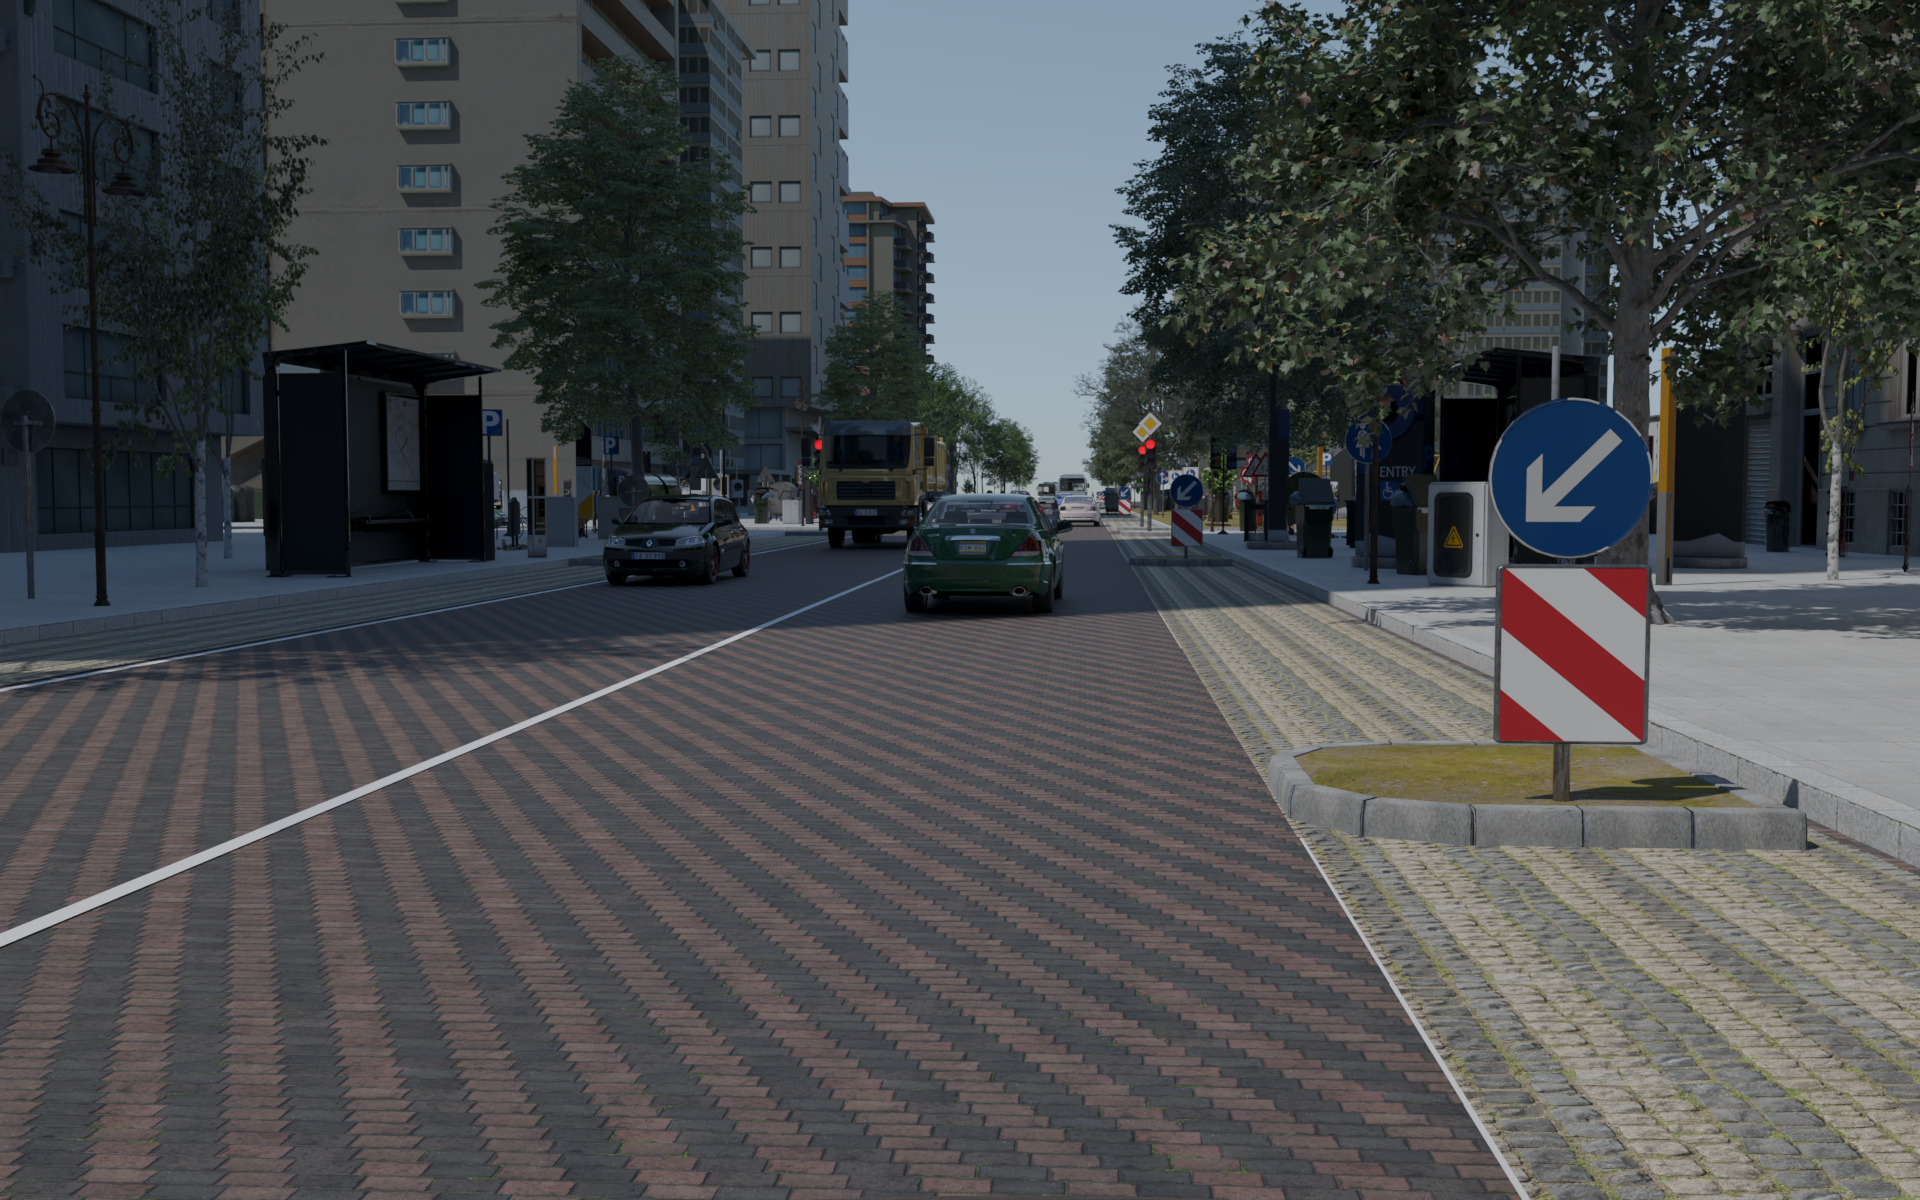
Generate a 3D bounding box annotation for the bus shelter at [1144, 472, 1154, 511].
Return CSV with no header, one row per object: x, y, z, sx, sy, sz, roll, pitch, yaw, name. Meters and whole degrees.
14.752,-8.833,135.709,1.731,3.624,6.357,0,4,4,bus shelter

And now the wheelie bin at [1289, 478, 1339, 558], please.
7.078,-1.644,34.790,0.980,1.594,0.693,0,4,-7,wheelie bin

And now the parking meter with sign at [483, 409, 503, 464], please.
-10.079,-2.452,36.358,0.543,3.016,1.738,-2,4,-29,parking meter with sign

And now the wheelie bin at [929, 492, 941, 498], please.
-1.881,-7.507,130.643,0.980,1.594,0.693,-2,4,-29,wheelie bin

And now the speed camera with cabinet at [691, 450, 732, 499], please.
-11.438,-5.106,77.813,2.038,3.252,0.660,0,4,6,speed camera with cabinet

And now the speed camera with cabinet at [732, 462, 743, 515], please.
-14.499,-6.914,107.387,2.038,3.252,0.660,-1,4,-18,speed camera with cabinet

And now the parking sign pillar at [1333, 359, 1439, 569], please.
7.591,-2.553,30.217,1.447,3.967,1.447,3,5,44,parking sign pillar

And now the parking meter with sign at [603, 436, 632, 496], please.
-10.102,-3.470,52.997,0.543,3.016,1.738,2,4,30,parking meter with sign

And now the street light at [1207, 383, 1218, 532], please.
8.534,-5.238,58.436,0.468,5.910,1.993,0,4,4,street light

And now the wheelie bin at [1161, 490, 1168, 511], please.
15.078,-7.473,130.091,0.980,1.594,0.693,-1,4,-17,wheelie bin

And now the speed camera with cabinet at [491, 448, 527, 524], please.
-19.775,-4.942,75.136,2.038,3.252,0.660,-3,5,-40,speed camera with cabinet

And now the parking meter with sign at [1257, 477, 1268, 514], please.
19.608,-6.971,110.231,1.738,3.016,0.543,-2,4,-26,parking meter with sign

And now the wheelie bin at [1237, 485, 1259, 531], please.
9.931,-3.174,59.796,0.693,1.594,0.980,1,4,15,wheelie bin

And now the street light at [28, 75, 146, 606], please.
-9.847,-2.869,19.698,0.468,5.910,1.993,0,4,4,street light

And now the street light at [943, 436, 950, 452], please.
-1.308,-10.096,137.853,0.468,5.910,1.993,0,4,4,street light

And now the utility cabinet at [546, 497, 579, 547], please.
-9.836,-1.901,42.246,1.020,1.237,0.306,1,4,13,utility cabinet

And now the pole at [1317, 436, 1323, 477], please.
12.413,-4.032,59.760,0.158,3.312,0.155,0,3,0,pole

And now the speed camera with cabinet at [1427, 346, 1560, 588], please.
7.399,-1.794,23.670,0.660,3.252,2.038,-3,4,-38,speed camera with cabinet

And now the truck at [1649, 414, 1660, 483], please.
30.160,-4.459,61.824,11.283,4.237,2.839,0,4,3,truck

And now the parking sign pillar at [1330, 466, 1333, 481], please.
20.062,-6.260,90.823,1.447,3.967,1.447,3,5,43,parking sign pillar

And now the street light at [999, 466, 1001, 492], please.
5.314,-15.621,228.198,0.468,5.910,1.993,0,4,4,street light

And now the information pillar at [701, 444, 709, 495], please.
-11.919,-5.475,80.871,0.183,3.616,0.504,-3,5,-45,information pillar

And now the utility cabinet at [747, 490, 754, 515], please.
-11.979,-5.741,102.549,1.173,1.500,0.318,0,4,6,utility cabinet

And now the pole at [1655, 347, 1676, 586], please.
9.884,-1.858,24.224,0.158,3.312,0.155,0,3,0,pole

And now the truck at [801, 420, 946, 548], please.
-2.083,-3.204,48.307,3.469,3.379,9.791,0,4,5,truck

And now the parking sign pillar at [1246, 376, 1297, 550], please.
7.405,-3.169,40.290,1.447,3.967,1.447,1,4,11,parking sign pillar

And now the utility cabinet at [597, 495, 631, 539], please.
-9.758,-2.325,49.182,1.020,1.237,0.306,1,4,12,utility cabinet

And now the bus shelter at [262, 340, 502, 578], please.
-9.694,-2.347,29.659,1.731,3.624,6.357,0,4,4,bus shelter

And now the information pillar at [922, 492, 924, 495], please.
-2.655,-7.804,118.955,0.183,3.616,0.504,-3,5,-44,information pillar

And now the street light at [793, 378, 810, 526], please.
-6.282,-5.889,69.072,0.468,5.910,1.993,0,4,4,street light

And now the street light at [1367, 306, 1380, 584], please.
5.917,-3.169,24.609,0.468,5.910,1.993,0,4,4,street light

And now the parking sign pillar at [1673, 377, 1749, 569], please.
13.033,-2.556,30.267,1.447,3.967,1.447,2,4,32,parking sign pillar

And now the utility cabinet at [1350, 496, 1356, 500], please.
31.619,-7.869,139.822,1.020,1.237,0.306,2,4,35,utility cabinet

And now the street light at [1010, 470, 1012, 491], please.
7.798,-17.746,262.926,0.468,5.910,1.993,0,4,4,street light

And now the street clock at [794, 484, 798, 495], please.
-11.407,-7.083,120.371,0.358,2.002,0.471,-1,4,-15,street clock

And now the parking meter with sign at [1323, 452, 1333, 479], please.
15.049,-4.627,71.912,0.543,3.016,1.738,1,4,22,parking meter with sign

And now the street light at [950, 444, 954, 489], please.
-0.684,-10.547,145.224,0.468,5.910,1.993,0,4,4,street light

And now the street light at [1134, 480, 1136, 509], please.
15.184,-10.862,150.388,0.468,5.910,1.993,0,4,4,street light

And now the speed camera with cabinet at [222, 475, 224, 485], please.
-35.902,-5.466,83.705,0.660,3.252,2.038,-1,4,-21,speed camera with cabinet

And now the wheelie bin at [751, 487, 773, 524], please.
-8.516,-4.074,74.523,0.980,1.594,0.693,0,4,-1,wheelie bin

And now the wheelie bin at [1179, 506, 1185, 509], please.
14.968,-6.596,115.759,0.980,1.594,0.693,3,4,36,wheelie bin

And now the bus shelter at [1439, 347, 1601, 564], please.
9.620,-2.412,30.719,1.731,3.624,6.357,0,4,4,bus shelter

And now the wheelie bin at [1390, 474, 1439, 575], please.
7.296,-1.206,27.634,0.980,1.594,0.693,-2,4,-24,wheelie bin

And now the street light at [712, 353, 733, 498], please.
-7.345,-4.958,53.846,0.468,5.910,1.993,0,4,4,street light

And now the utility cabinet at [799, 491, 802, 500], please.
-11.623,-7.250,127.213,0.318,1.500,1.173,0,4,-4,utility cabinet

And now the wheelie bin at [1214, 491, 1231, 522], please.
11.930,-4.344,78.939,0.980,1.594,0.693,-2,4,-25,wheelie bin
